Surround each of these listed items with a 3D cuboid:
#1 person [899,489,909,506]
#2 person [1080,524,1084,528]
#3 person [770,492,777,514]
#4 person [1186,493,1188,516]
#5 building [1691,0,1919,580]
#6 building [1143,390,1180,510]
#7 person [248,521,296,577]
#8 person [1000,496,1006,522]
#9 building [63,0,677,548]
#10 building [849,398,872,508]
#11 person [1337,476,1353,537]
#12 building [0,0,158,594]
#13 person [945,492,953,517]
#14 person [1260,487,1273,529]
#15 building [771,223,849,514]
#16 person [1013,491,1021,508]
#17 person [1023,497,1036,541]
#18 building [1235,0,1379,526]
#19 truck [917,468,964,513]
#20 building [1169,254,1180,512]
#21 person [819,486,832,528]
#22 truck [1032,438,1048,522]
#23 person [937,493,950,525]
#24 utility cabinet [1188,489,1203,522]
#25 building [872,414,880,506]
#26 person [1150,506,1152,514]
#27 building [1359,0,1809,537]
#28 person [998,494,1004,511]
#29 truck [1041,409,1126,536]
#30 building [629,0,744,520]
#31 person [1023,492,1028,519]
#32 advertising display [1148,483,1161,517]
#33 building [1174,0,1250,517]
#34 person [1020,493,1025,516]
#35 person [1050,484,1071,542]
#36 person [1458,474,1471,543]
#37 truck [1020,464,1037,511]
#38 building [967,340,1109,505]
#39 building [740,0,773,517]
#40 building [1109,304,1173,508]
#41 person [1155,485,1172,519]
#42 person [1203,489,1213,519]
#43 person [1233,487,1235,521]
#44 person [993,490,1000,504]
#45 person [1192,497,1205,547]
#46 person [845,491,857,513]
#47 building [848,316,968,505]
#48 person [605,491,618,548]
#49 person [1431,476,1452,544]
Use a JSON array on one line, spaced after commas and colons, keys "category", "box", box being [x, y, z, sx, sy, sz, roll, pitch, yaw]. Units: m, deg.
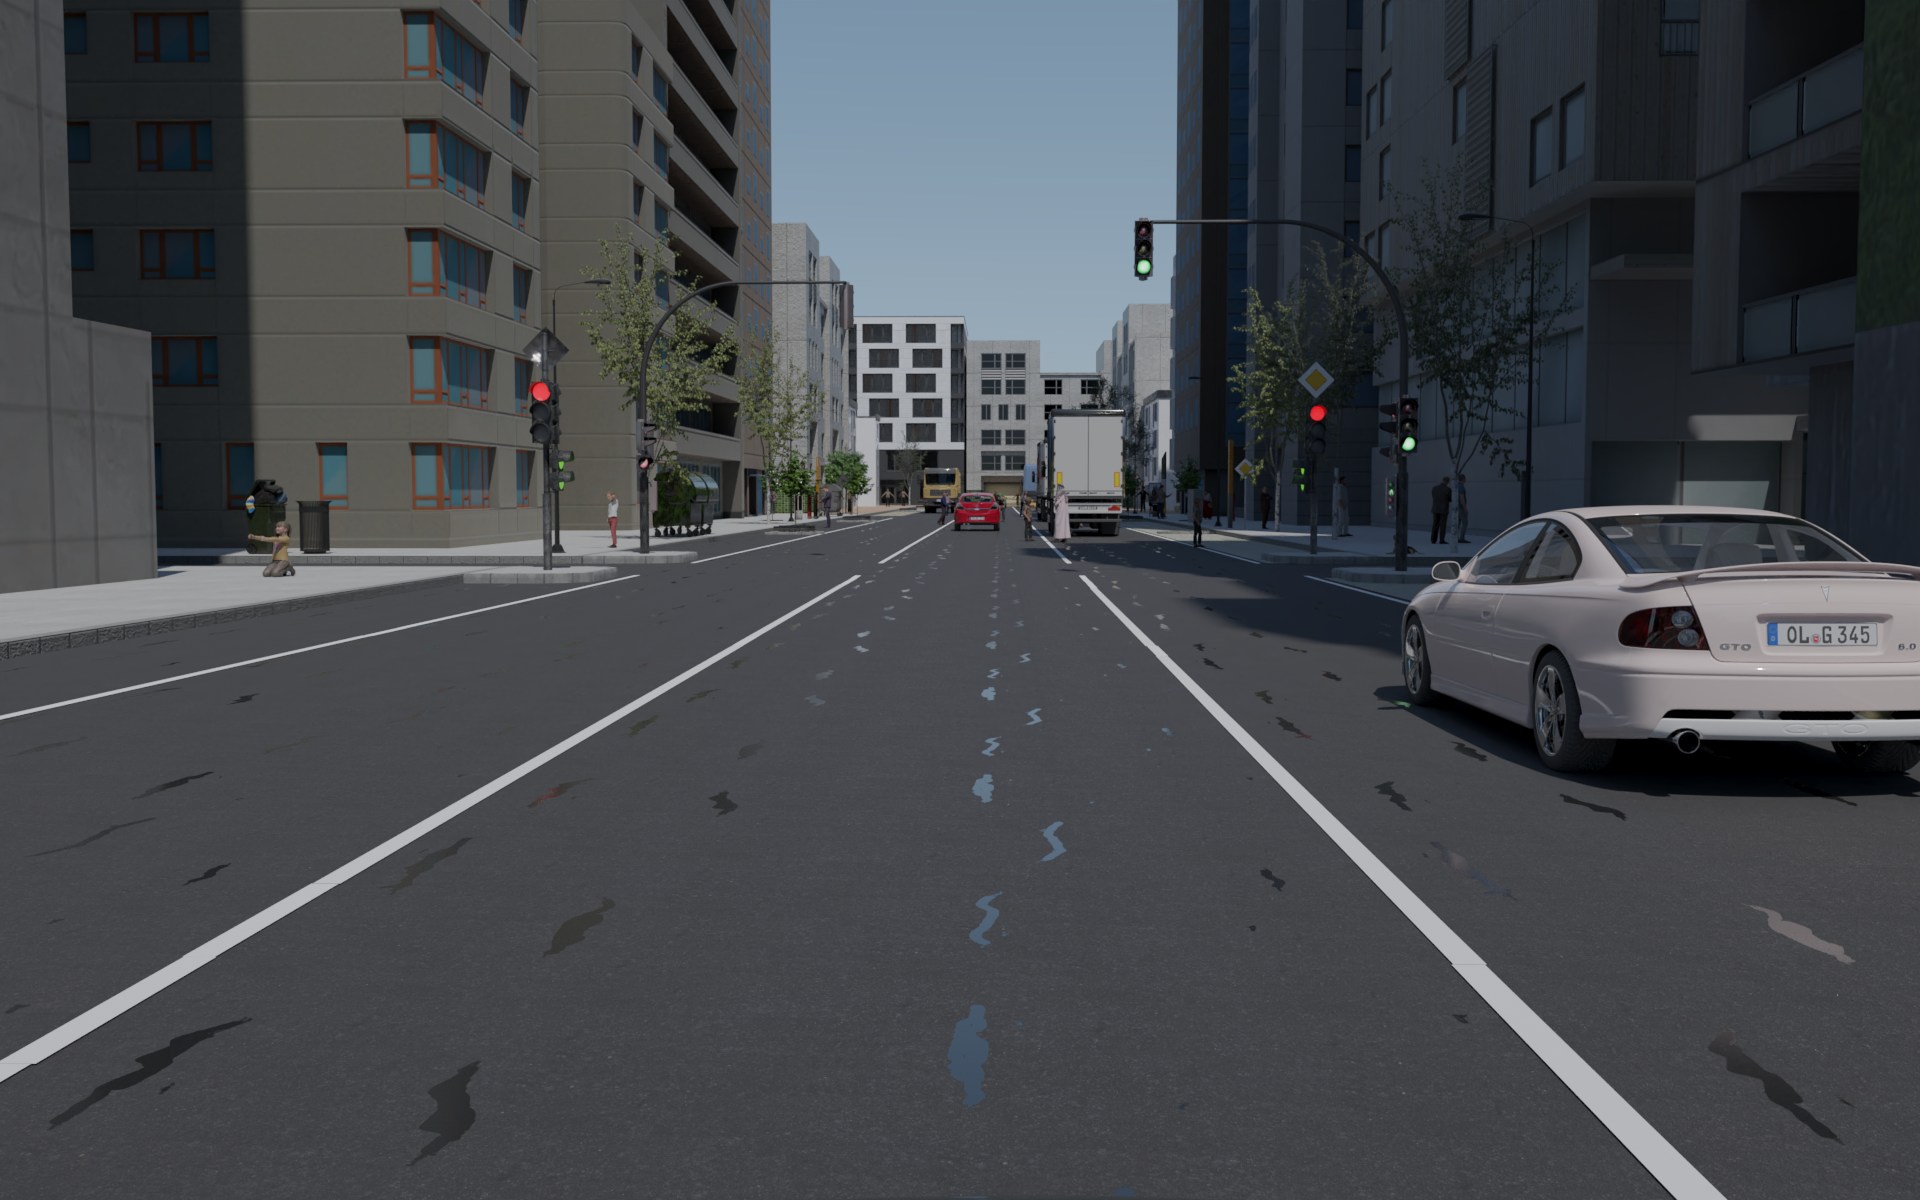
[{"category": "person", "box": [-5.971, -10.870, 183.783, 1.348, 1.823, 0.705, 3, 4, 38]}, {"category": "person", "box": [5.252, -3.819, 74.133, 0.628, 1.438, 0.799, -1, 4, -12]}, {"category": "person", "box": [-11.963, -6.277, 109.200, 0.617, 1.759, 0.750, 2, 4, 30]}, {"category": "person", "box": [12.109, -5.163, 91.125, 0.551, 1.740, 0.621, 3, 4, 39]}, {"category": "building", "box": [15.975, -20.435, 17.710, 14.154, 41.232, 14.086, 0, 4, 1]}, {"category": "building", "box": [20.429, -12.074, 139.559, 9.099, 9.664, 28.070, 0, 4, 1]}, {"category": "person", "box": [-10.616, -0.784, 26.783, 0.347, 0.859, 0.695, 2, 4, 26]}, {"category": "person", "box": [2.200, -4.703, 89.311, 0.340, 1.345, 0.435, -1, 4, -23]}, {"category": "building", "box": [-25.524, -12.836, 54.913, 27.650, 21.520, 28.899, 0, 4, 1]}, {"category": "building", "box": [-13.953, -13.306, 159.703, 9.099, 9.664, 28.070, 0, 4, 1]}, {"category": "person", "box": [11.485, -2.784, 51.701, 0.789, 1.805, 0.875, 3, 5, 39]}, {"category": "building", "box": [-22.753, -35.230, 14.262, 20.611, 71.187, 20.563, 0, 4, 1]}, {"category": "person", "box": [-0.814, -6.086, 109.968, 0.435, 1.587, 0.963, 3, 4, 38]}, {"category": "person", "box": [11.276, -3.392, 63.778, 0.482, 1.546, 0.388, -3, 5, -40]}, {"category": "building", "box": [-18.036, -16.063, 129.088, 16.747, 18.905, 31.486, 0, 4, 1]}, {"category": "person", "box": [5.749, -10.088, 173.963, 1.217, 1.766, 0.721, 3, 5, 44]}, {"category": "person", "box": [2.110, -2.452, 52.499, 0.340, 1.345, 0.435, 1, 4, 9]}, {"category": "building", "box": [24.467, -33.038, 82.168, 21.231, 58.520, 28.212, 0, 4, 1]}, {"category": "truck", "box": [-1.343, -8.248, 130.776, 3.469, 3.379, 9.791, 0, 4, 1]}, {"category": "building", "box": [22.723, -16.090, 119.494, 16.016, 20.091, 11.380, 0, 4, 1]}, {"category": "person", "box": [-5.713, -3.940, 73.372, 0.568, 1.767, 0.683, -1, 4, -16]}, {"category": "truck", "box": [5.454, -6.361, 92.917, 2.839, 4.237, 11.283, 0, 3, 0]}, {"category": "person", "box": [-0.709, -4.237, 80.477, 0.600, 1.496, 0.574, 1, 4, 18]}, {"category": "utility cabinet", "box": [10.675, -4.271, 78.514, 0.318, 1.500, 1.173, 2, 4, 28]}, {"category": "building", "box": [-22.680, -14.679, 182.148, 28.070, 9.664, 9.099, 0, 4, 1]}, {"category": "person", "box": [12.351, -6.205, 110.730, 0.421, 1.427, 0.697, -1, 4, -22]}, {"category": "building", "box": [28.182, -28.351, 52.779, 27.495, 52.752, 28.713, 0, 4, 1]}, {"category": "person", "box": [3.569, -8.475, 150.303, 0.421, 1.427, 0.697, -2, 4, -28]}, {"category": "truck", "box": [4.413, -4.512, 62.677, 2.839, 4.237, 11.283, 0, 4, 2]}, {"category": "building", "box": [-22.210, -27.861, 79.221, 21.300, 48.544, 21.600, 0, 4, 1]}, {"category": "person", "box": [3.714, -5.291, 97.069, 0.319, 1.574, 0.516, 0, 4, -3]}, {"category": "advertising display", "box": [10.977, -5.635, 97.341, 0.123, 1.923, 0.974, -3, 4, -39]}, {"category": "building", "box": [20.643, -27.760, 103.982, 14.600, 45.320, 14.200, 0, 4, 1]}, {"category": "person", "box": [4.140, -6.125, 110.859, 0.590, 1.554, 0.614, 3, 5, 40]}, {"category": "person", "box": [2.973, -2.578, 51.316, 0.621, 1.740, 0.551, 0, 4, 7]}, {"category": "person", "box": [13.138, -2.395, 45.333, 0.434, 1.807, 0.598, 0, 4, 4]}, {"category": "truck", "box": [6.848, -9.843, 150.686, 2.967, 4.110, 18.799, 0, 4, 1]}, {"category": "building", "box": [16.704, -20.853, 207.402, 31.486, 18.905, 16.747, 0, 4, 1]}, {"category": "building", "box": [-18.424, -27.354, 97.354, 14.600, 45.320, 14.200, 0, 4, 1]}, {"category": "building", "box": [24.230, -18.520, 169.260, 16.747, 18.905, 31.486, 0, 4, 1]}, {"category": "person", "box": [10.572, -5.086, 89.724, 0.750, 1.759, 0.617, -2, 4, -29]}, {"category": "person", "box": [12.474, -4.823, 87.363, 0.523, 1.526, 0.387, 0, 4, 0]}, {"category": "person", "box": [12.709, -4.485, 81.074, 0.593, 1.614, 0.444, -3, 5, -41]}, {"category": "person", "box": [2.717, -7.219, 127.045, 1.217, 1.766, 0.721, -3, 4, -38]}, {"category": "person", "box": [6.420, -2.087, 46.530, 0.340, 1.345, 0.435, 1, 4, 10]}, {"category": "person", "box": [-7.547, -6.908, 119.003, 0.705, 1.823, 1.348, 2, 4, 34]}, {"category": "building", "box": [-15.497, -22.567, 212.937, 32.646, 21.610, 27.936, 0, 4, 1]}, {"category": "person", "box": [-8.311, -1.922, 41.376, 0.340, 1.345, 0.435, -3, 5, -45]}, {"category": "person", "box": [12.416, -2.317, 44.605, 0.565, 1.739, 0.600, 1, 4, 18]}]
